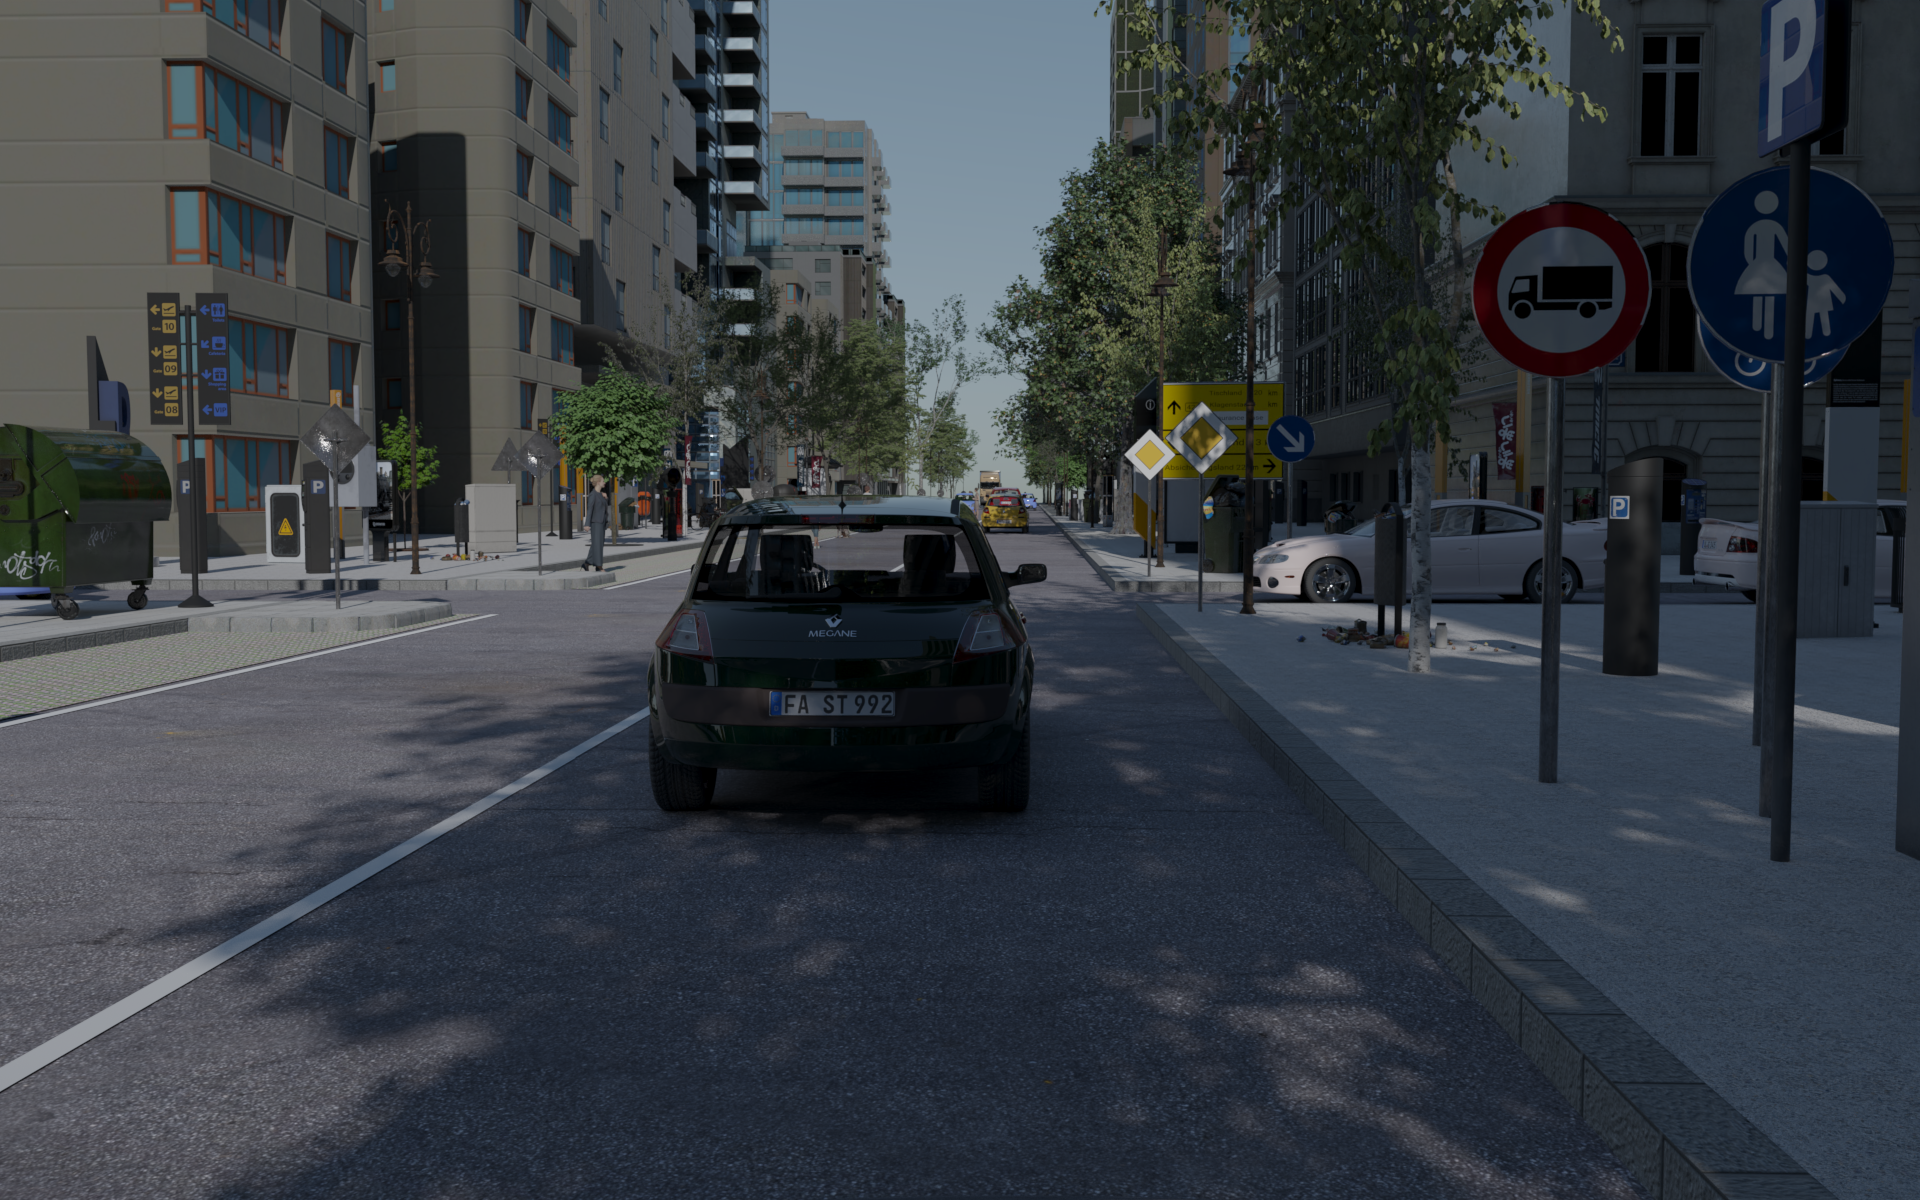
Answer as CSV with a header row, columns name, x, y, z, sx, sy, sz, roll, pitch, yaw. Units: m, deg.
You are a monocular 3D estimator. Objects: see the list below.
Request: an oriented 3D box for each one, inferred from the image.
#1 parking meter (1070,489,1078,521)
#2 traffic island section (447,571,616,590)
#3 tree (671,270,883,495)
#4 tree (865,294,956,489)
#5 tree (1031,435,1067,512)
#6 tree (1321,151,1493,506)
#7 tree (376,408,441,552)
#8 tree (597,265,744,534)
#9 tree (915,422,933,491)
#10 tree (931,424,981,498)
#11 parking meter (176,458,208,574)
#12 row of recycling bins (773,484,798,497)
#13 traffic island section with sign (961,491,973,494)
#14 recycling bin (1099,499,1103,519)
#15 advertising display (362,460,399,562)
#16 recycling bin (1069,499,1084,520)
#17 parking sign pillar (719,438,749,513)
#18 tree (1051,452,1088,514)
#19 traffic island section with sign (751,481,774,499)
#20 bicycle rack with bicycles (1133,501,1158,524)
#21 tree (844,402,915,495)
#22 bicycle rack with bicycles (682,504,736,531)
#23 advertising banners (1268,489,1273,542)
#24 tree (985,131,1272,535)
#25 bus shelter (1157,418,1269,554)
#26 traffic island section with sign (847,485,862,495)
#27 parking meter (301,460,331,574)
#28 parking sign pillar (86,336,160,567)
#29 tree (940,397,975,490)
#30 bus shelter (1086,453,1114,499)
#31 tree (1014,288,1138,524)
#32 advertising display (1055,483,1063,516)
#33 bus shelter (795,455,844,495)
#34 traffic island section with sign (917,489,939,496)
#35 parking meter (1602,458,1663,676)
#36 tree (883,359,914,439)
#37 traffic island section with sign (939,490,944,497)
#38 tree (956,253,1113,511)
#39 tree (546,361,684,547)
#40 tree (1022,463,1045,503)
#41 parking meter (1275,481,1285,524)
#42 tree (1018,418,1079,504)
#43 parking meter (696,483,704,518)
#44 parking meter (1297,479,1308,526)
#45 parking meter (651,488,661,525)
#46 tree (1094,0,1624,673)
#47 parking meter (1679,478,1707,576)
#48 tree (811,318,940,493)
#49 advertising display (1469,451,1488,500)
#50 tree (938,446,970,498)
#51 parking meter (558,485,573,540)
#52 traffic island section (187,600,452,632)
name,x,y,z,sx,sy,sz,roll,pitch,yaw
parking meter,5.463,-4.545,82.728,0.372,1.533,0.369,0,3,0
traffic island section,-6.629,-0.305,27.263,2.009,0.180,2.903,0,4,2
tree,-8.087,-8.390,71.587,8.767,10.594,7.601,0,4,3
tree,-2.469,-18.794,163.171,12.611,20.169,13.585,0,3,0
tree,6.944,-10.518,122.335,4.360,8.622,3.978,0,3,0
tree,9.521,-5.285,36.767,4.360,8.622,3.978,0,3,0
tree,-12.625,-2.711,38.927,1.663,3.219,1.824,0,3,0
tree,-9.018,-6.407,55.118,4.360,8.622,3.978,0,3,0
tree,-4.392,-11.160,132.826,4.737,8.622,4.395,0,3,0
tree,-1.119,-19.546,245.336,9.928,11.665,9.643,0,3,0
parking meter,-12.376,-1.357,27.906,0.399,1.863,0.255,1,4,13
row of recycling bins,-7.233,-3.939,71.516,1.069,1.692,3.534,0,4,-2
traffic island section with sign,1.561,-13.858,235.213,1.989,1.847,2.006,0,4,2
recycling bin,7.105,-4.629,88.244,0.722,1.027,0.722,-3,5,-41
advertising display,-11.010,-1.692,32.875,0.974,1.923,0.123,2,4,35
recycling bin,5.743,-4.413,84.699,0.722,1.027,0.722,-1,4,-9
parking sign pillar,-10.197,-5.498,78.358,1.447,3.967,1.447,-3,5,-43
tree,7.572,-7.893,112.767,4.285,4.588,4.351,0,3,0
traffic island section with sign,-5.724,-2.535,50.071,1.989,1.847,2.006,0,4,2
bicycle rack with bicycles,8.848,-3.678,73.519,2.925,0.926,2.852,-3,4,-36
tree,-6.118,-10.410,120.568,4.737,8.622,4.395,0,3,0
bicycle rack with bicycles,-8.248,-2.871,60.322,2.925,0.926,2.852,-3,5,-44
advertising banners,8.055,-3.027,45.687,0.090,3.025,2.074,1,4,20
tree,5.375,-8.437,54.945,9.611,12.733,9.660,0,3,0
bus shelter,5.108,-2.508,34.926,2.014,3.302,5.546,0,4,2
traffic island section with sign,-4.674,-4.187,77.085,1.989,1.847,2.006,0,4,2
parking meter,-10.385,-1.359,27.925,0.399,1.863,0.255,-2,4,-34
parking sign pillar,-14.818,-2.553,30.219,1.447,3.967,1.447,-1,4,-15
tree,-2.101,-17.376,202.228,7.486,12.596,7.792,0,3,0
bus shelter,7.523,-6.335,94.852,1.731,3.624,6.357,0,4,2
tree,6.106,-8.577,74.643,7.601,10.594,8.767,3,5,43
advertising display,5.773,-5.845,100.784,0.123,1.923,0.974,-1,4,-16
bus shelter,-7.538,-6.069,93.155,2.014,3.302,5.546,0,4,2
traffic island section with sign,-2.753,-7.163,125.736,1.989,1.847,2.006,0,4,2
parking meter,4.785,-0.239,12.321,0.372,1.533,0.369,0,3,0
tree,-6.484,-9.248,85.625,8.767,10.594,7.601,0,4,-8
traffic island section with sign,-1.655,-8.862,153.519,1.989,1.847,2.006,0,4,2
tree,6.973,-16.888,132.008,12.611,20.169,13.585,0,3,0
tree,-8.517,-3.622,42.934,4.285,4.588,4.351,0,3,0
tree,12.693,-20.522,253.656,7.486,12.596,7.792,0,3,0
parking meter,13.876,-4.247,75.155,0.399,1.863,0.255,1,4,17
tree,12.590,-19.410,243.104,9.928,11.665,9.643,0,3,0
parking meter,-13.854,-5.296,92.293,0.399,1.863,0.255,-3,5,-45
parking meter,13.633,-3.872,69.010,0.399,1.863,0.255,-3,5,-39
parking meter,-12.801,-3.948,72.953,0.372,1.533,0.369,0,3,0
tree,3.081,-3.784,12.231,4.737,8.622,4.395,0,3,0
parking meter,11.605,-1.162,27.408,0.372,1.533,0.369,0,3,0
tree,-6.045,-11.871,112.219,7.486,12.596,7.792,0,3,0
advertising display,7.946,-1.308,26.607,0.123,1.923,0.974,0,4,7
tree,-0.608,-18.497,252.785,4.360,8.622,3.978,0,3,0
parking meter,-11.116,-2.471,48.813,0.372,1.533,0.369,0,3,0
traffic island section,-6.944,0.183,19.284,2.009,0.180,2.903,0,4,2
